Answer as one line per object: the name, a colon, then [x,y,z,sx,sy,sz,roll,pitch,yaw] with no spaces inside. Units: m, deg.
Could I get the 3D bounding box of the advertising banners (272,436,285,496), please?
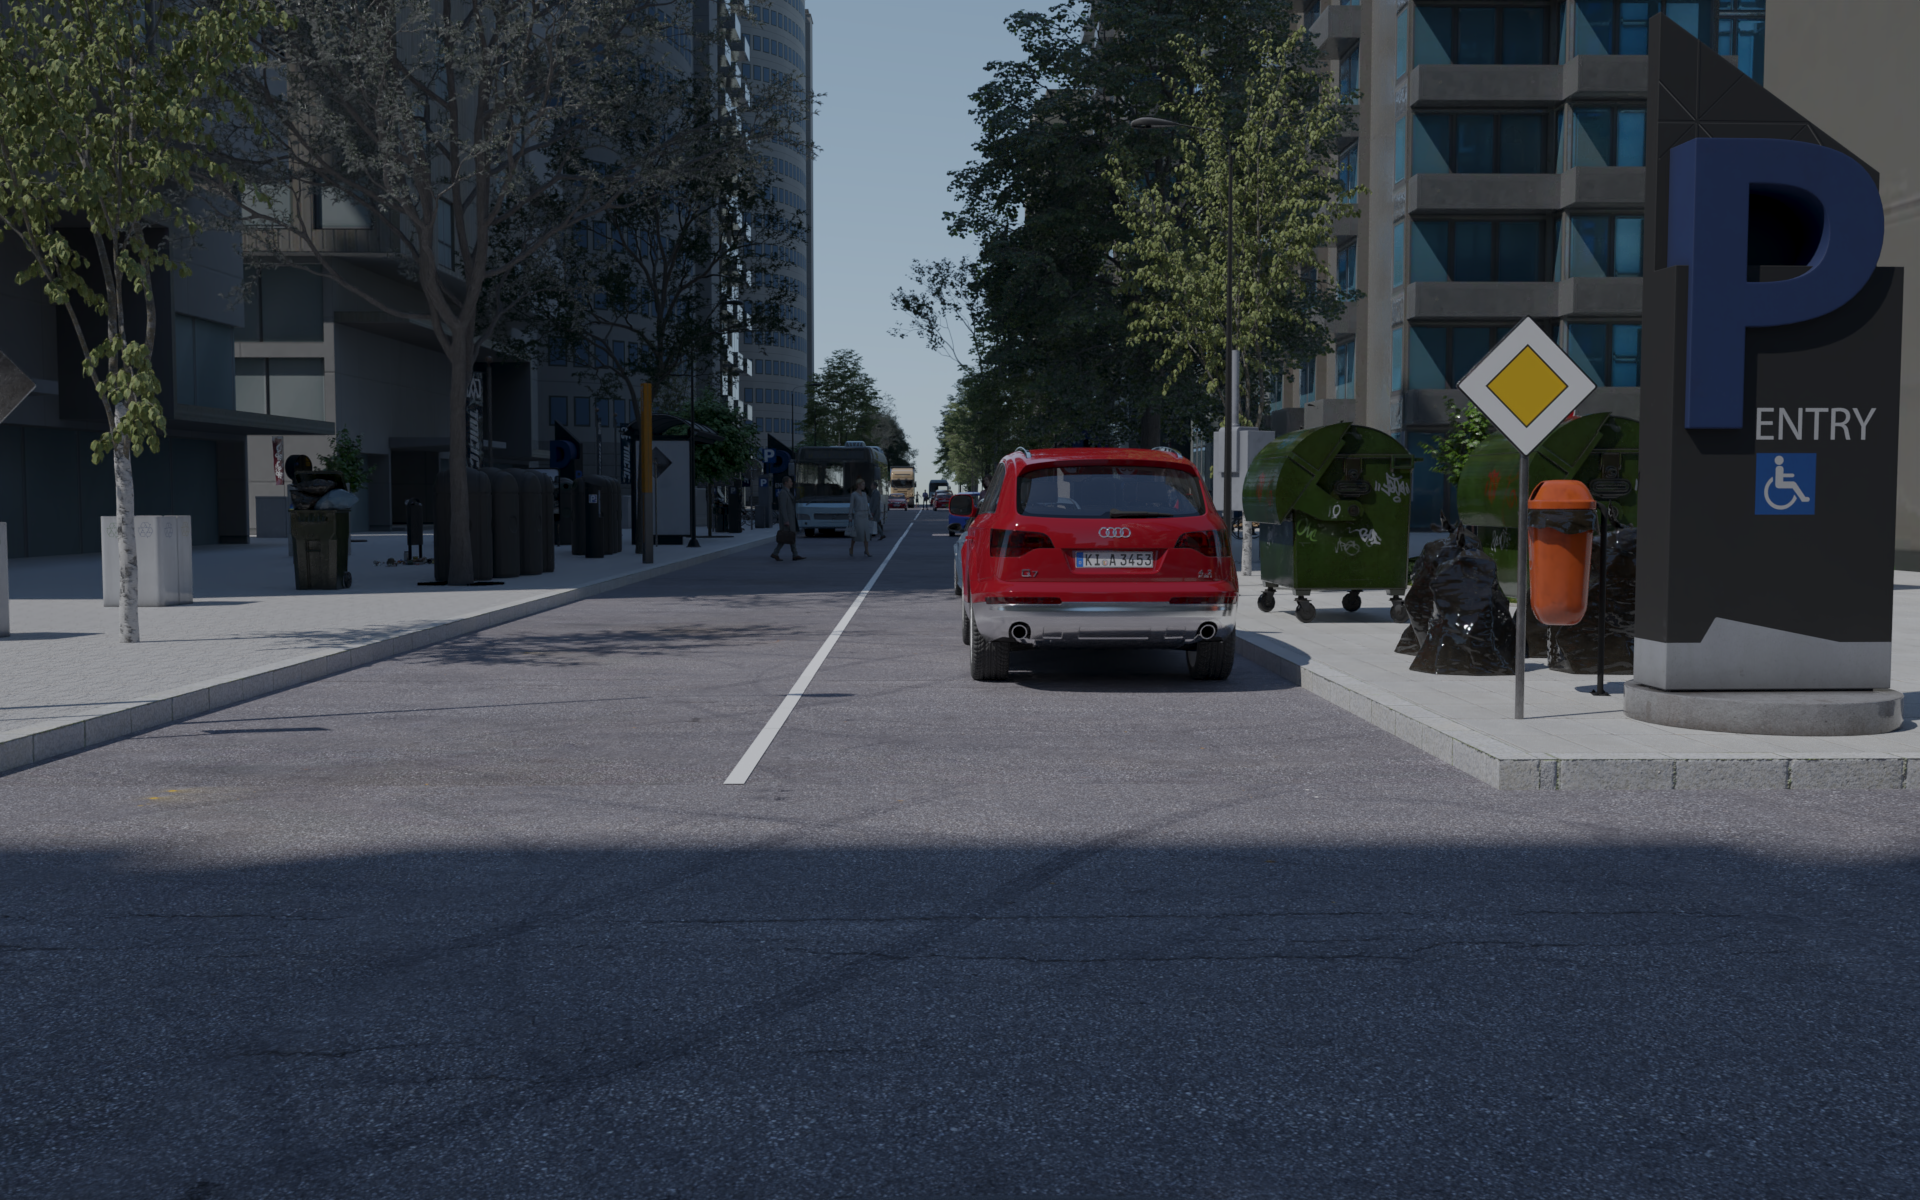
advertising banners: [-19.921,-3.410,51.935,2.074,3.025,0.090,2,4,31]

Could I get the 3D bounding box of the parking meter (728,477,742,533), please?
parking meter: [-7.379,-3.128,56.860,0.399,1.863,0.255,1,4,20]

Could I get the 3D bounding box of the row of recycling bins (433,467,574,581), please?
row of recycling bins: [-7.202,-1.222,27.095,1.069,1.692,3.534,0,4,6]

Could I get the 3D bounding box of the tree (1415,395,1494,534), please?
tree: [8.667,-2.104,29.003,1.663,3.219,1.824,0,3,0]

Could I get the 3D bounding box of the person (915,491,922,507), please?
person: [-4.639,-10.815,186.107,1.217,1.735,0.721,-2,4,-29]

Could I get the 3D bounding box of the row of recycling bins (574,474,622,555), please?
row of recycling bins: [-7.930,-1.885,37.933,1.069,1.692,3.534,-1,4,-8]

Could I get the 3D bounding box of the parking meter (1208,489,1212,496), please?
parking meter: [10.959,-4.177,76.707,0.372,1.533,0.369,0,3,0]

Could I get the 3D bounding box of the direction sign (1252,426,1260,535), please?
direction sign: [9.094,-3.791,53.972,0.379,3.537,0.876,-1,4,-22]

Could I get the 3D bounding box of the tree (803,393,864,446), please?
tree: [-8.866,-10.658,124.614,4.737,8.622,4.395,0,3,0]

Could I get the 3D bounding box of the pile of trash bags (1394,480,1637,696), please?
pile of trash bags: [4.164,-0.166,12.468,1.912,1.369,3.447,1,4,12]

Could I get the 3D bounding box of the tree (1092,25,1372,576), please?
tree: [4.250,-4.679,26.865,4.737,8.622,4.395,0,3,0]

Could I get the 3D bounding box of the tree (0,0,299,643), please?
tree: [-7.325,-3.924,14.521,4.737,8.622,4.395,0,3,0]

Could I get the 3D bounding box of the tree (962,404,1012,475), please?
tree: [2.226,-10.742,125.989,4.360,8.622,3.978,0,3,0]

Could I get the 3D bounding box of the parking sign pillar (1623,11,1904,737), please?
parking sign pillar: [4.555,-1.302,9.752,1.447,3.967,1.447,0,4,-3]

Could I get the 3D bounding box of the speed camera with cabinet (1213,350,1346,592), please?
speed camera with cabinet: [4.347,-1.783,23.481,0.660,3.252,2.038,-3,4,-36]

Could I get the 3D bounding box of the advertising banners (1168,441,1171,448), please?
advertising banners: [5.642,-3.101,46.888,0.090,3.025,2.074,0,4,6]

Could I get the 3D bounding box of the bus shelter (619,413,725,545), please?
bus shelter: [-7.568,-3.191,46.095,2.014,3.302,5.546,0,4,-1]

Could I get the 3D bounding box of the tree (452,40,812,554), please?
tree: [-6.928,-6.251,36.616,8.767,10.594,7.601,1,4,8]

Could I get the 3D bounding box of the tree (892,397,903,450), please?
tree: [-9.695,-15.208,159.014,12.009,13.543,11.850,0,3,0]

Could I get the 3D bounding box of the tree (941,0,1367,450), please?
tree: [4.256,-8.065,38.519,9.857,13.997,8.962,0,3,0]

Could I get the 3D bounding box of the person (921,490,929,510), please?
person: [-3.120,-8.986,155.293,0.709,1.838,0.599,0,4,-3]

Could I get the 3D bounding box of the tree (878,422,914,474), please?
tree: [-9.422,-16.819,209.396,8.767,10.594,7.601,2,4,24]

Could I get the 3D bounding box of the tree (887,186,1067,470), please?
tree: [1.370,-15.473,108.875,12.611,20.169,13.585,0,3,0]

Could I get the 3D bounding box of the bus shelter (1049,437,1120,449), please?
bus shelter: [4.136,-3.973,58.887,2.014,3.302,5.546,0,4,-1]

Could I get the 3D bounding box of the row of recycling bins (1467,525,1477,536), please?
row of recycling bins: [11.145,-1.649,34.072,1.069,1.692,3.534,-1,4,-16]

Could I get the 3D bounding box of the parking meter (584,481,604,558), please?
parking meter: [-7.338,-1.610,34.734,0.372,1.533,0.369,0,3,0]

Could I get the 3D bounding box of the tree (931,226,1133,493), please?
tree: [3.723,-9.256,69.469,7.486,12.596,7.792,0,3,0]

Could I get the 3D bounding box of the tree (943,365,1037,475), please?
tree: [2.170,-12.854,135.913,9.928,11.665,9.643,0,3,0]

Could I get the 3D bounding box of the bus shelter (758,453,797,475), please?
bus shelter: [-8.095,-5.275,80.170,2.014,3.302,5.546,0,4,-1]

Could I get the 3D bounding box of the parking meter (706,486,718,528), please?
parking meter: [-9.252,-3.601,64.586,0.399,1.863,0.255,-2,4,-28]

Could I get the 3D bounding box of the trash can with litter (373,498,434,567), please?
trash can with litter: [-10.203,-1.257,31.609,1.678,1.210,2.233,0,4,4]

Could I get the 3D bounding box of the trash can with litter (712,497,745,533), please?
trash can with litter: [-7.753,-2.840,57.821,1.055,1.170,0.624,-2,4,-30]

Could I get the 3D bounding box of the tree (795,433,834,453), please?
tree: [-7.876,-6.682,92.956,4.285,4.588,4.351,0,3,0]

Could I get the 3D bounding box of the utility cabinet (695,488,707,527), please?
utility cabinet: [-10.035,-3.605,67.616,0.318,1.500,1.173,3,5,40]

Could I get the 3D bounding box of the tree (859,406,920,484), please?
tree: [-10.665,-18.763,223.789,9.611,12.733,9.660,0,3,0]

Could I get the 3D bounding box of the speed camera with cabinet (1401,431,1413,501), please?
speed camera with cabinet: [13.261,-3.694,54.729,2.038,3.252,0.660,1,4,16]

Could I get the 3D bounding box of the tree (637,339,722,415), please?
tree: [-12.909,-7.843,78.599,4.360,8.622,3.978,0,3,0]

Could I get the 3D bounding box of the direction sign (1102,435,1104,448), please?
direction sign: [4.084,-3.518,49.523,0.379,3.537,0.876,0,4,4]

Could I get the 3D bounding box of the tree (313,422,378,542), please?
tree: [-16.368,-3.174,46.502,1.663,3.219,1.824,0,3,0]

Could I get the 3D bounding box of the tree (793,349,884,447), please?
tree: [-9.380,-13.287,135.375,7.486,12.596,7.792,0,3,0]

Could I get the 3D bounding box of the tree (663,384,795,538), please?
tree: [-7.511,-4.133,51.287,4.285,4.588,4.351,0,3,0]

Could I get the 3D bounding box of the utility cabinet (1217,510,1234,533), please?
utility cabinet: [8.637,-2.776,56.549,0.306,1.237,1.020,2,4,30]

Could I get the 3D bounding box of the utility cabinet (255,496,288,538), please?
utility cabinet: [-20.143,-2.428,50.860,1.020,1.237,0.306,1,4,13]

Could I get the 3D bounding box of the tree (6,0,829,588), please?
tree: [-7.062,-6.956,24.107,12.009,13.543,11.850,0,3,0]

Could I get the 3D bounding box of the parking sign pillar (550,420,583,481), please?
parking sign pillar: [-14.171,-4.518,62.349,1.447,3.967,1.447,2,4,34]

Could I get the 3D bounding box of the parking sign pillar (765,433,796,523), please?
parking sign pillar: [-7.885,-5.366,76.212,1.447,3.967,1.447,1,4,17]

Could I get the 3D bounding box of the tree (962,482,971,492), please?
tree: [1.008,-12.779,203.544,1.663,3.219,1.824,0,3,0]

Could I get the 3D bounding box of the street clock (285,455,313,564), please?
street clock: [-12.120,-1.665,31.789,0.358,2.002,0.471,1,4,22]

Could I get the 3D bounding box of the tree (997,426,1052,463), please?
tree: [3.397,-5.824,78.931,4.285,4.588,4.351,0,3,0]

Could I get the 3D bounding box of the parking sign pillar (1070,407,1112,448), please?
parking sign pillar: [4.046,-3.971,53.393,1.447,3.967,1.447,0,4,0]

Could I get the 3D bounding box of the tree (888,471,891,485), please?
tree: [-8.813,-12.545,188.828,4.285,4.588,4.351,0,3,0]

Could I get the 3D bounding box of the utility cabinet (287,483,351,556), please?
utility cabinet: [-13.143,-1.641,35.515,1.173,1.500,0.318,0,4,-2]

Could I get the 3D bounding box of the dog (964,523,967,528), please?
dog: [0.160,-1.321,38.434,0.513,0.831,0.800,1,4,9]

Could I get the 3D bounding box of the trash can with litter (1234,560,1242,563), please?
trash can with litter: [4.263,-1.317,32.597,2.233,1.210,1.678,3,5,45]

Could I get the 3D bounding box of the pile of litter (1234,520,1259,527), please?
pile of litter: [11.050,-3.176,65.898,1.719,0.858,1.176,3,5,40]

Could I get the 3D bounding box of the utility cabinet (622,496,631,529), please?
utility cabinet: [-12.179,-3.260,64.469,0.306,1.237,1.020,2,4,24]
